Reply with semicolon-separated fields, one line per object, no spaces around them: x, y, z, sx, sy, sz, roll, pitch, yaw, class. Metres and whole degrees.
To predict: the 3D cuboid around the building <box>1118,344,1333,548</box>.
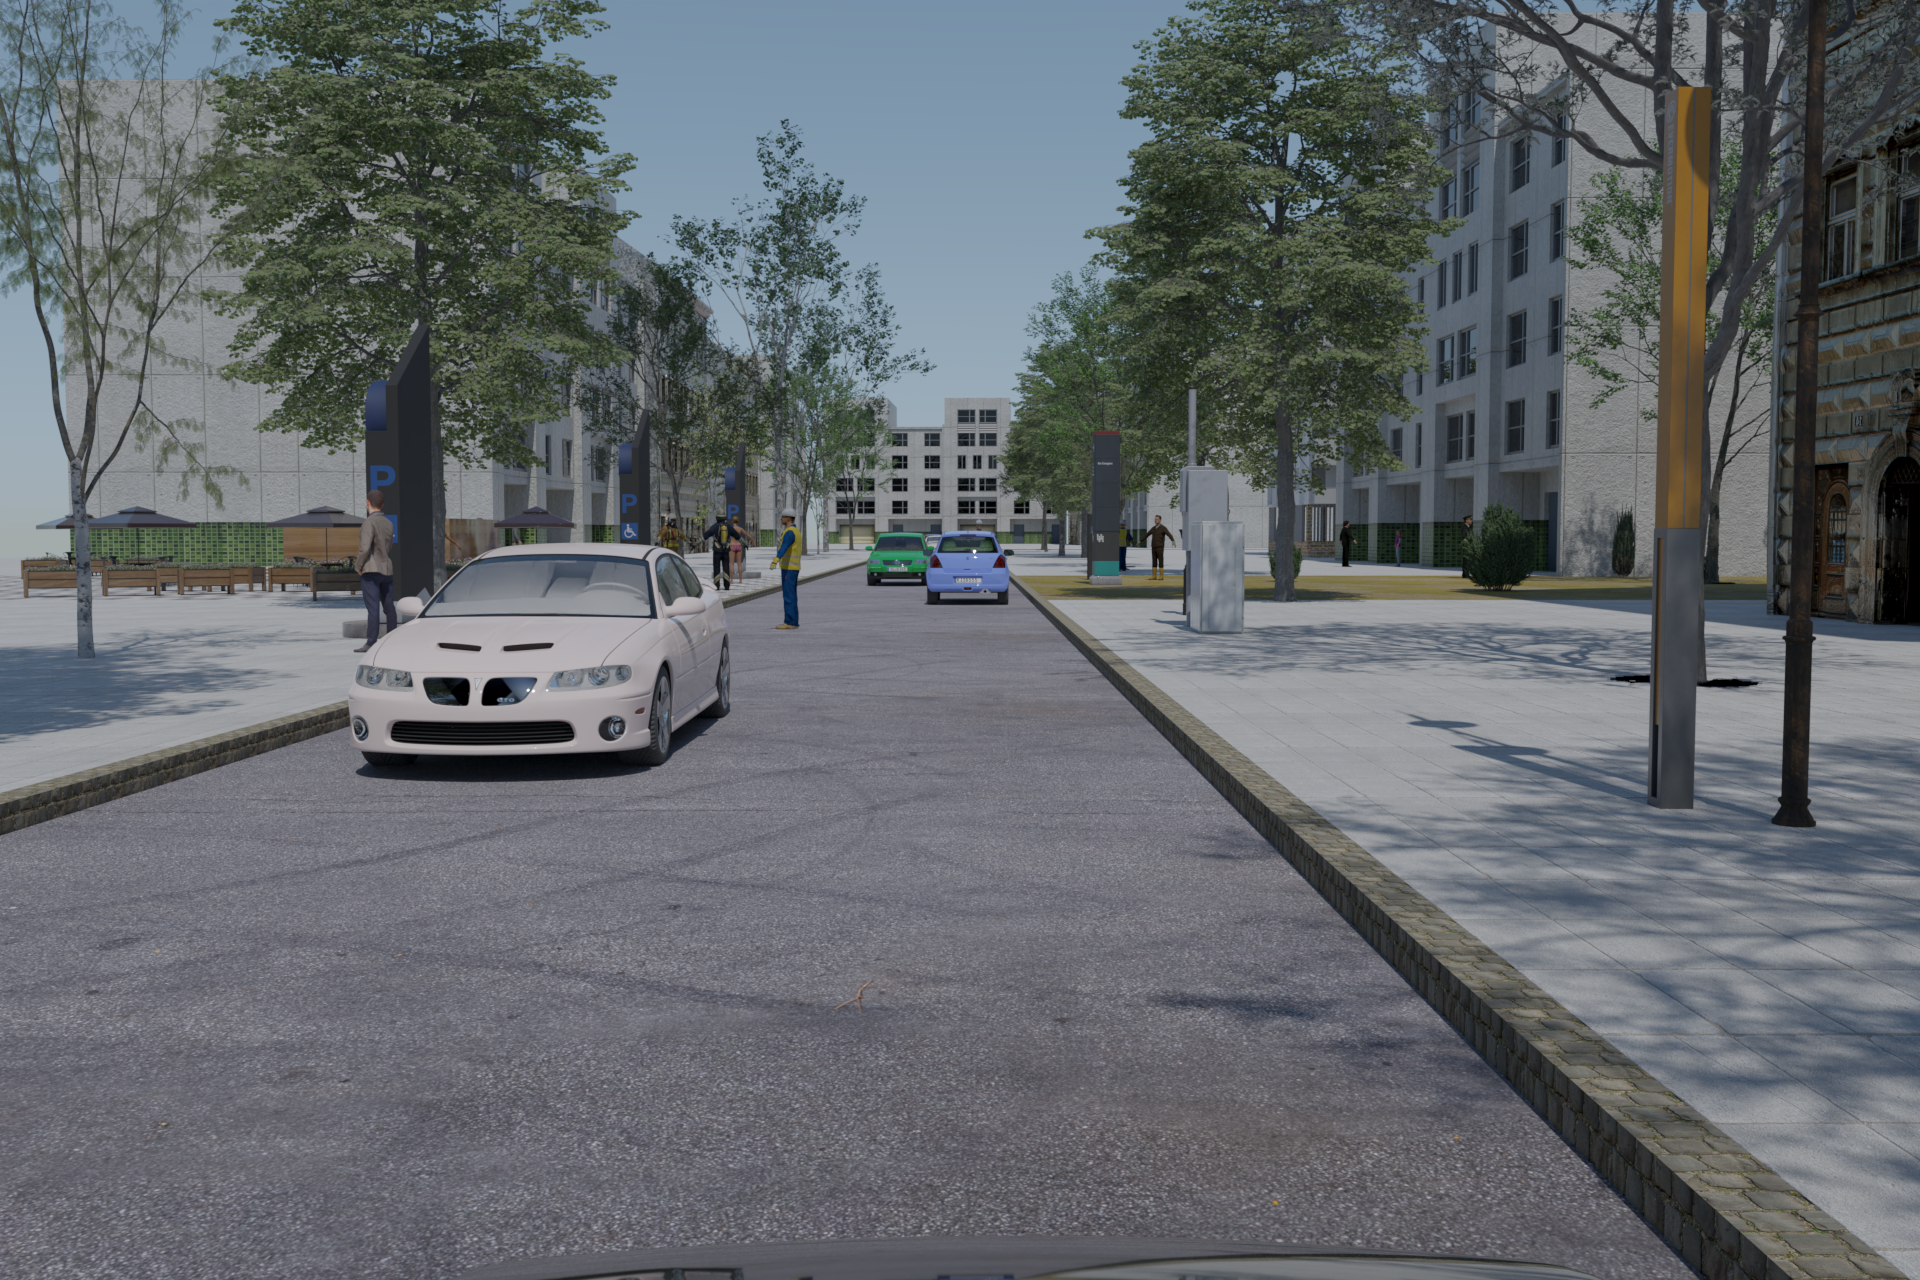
25.205;-18.570;170.069;16.747;18.905;31.486;0;4;0;building

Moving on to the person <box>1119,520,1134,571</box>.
5.516;-3.256;59.694;1.216;1.772;0.721;-2;4;-32;person

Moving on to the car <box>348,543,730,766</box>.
-2.754;0.008;12.229;2.083;1.381;4.827;0;3;0;car

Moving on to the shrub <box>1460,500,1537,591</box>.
12.120;-2.140;39.027;1.661;2.075;1.752;0;3;0;shrub

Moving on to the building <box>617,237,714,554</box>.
-26.520;-16.985;108.626;19.493;23.208;18.063;0;4;1;building

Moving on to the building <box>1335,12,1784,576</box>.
26.520;-12.298;67.536;16.747;18.905;31.486;0;3;0;building

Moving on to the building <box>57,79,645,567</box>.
-26.558;-13.271;83.432;16.747;18.905;31.486;0;4;1;building

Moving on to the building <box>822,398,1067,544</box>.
-1.704;-22.172;231.418;31.486;18.905;16.747;0;4;2;building

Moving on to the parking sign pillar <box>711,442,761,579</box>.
-6.483;-3.769;50.101;1.447;3.967;1.447;0;4;0;parking sign pillar

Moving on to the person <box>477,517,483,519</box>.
-15.351;-3.019;55.487;0.705;1.813;1.348;-1;4;-16;person

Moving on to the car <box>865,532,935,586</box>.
-1.684;-2.482;49.384;1.959;1.807;4.718;0;4;1;car

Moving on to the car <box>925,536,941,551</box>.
-0.753;-3.655;72.128;2.083;1.381;4.827;0;4;-1;car

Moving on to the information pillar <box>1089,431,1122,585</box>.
3.686;-3.326;43.762;0.750;3.857;0.750;0;4;-1;information pillar

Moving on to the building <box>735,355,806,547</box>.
-26.575;-19.578;186.561;16.747;18.905;31.486;0;4;1;building

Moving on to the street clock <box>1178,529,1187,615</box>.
3.622;-1.391;27.318;0.358;2.002;0.471;0;4;1;street clock

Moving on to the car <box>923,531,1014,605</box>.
0.176;-1.638;36.372;1.945;1.707;3.694;0;4;1;car

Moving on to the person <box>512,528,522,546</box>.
-14.921;-3.186;58.368;0.705;1.796;1.348;-1;4;-18;person

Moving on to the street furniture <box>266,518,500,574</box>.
-15.628;-2.622;49.728;11.010;1.723;9.812;0;4;1;street furniture

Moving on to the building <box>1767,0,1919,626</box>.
22.137;-11.436;17.911;19.493;23.208;18.063;0;3;0;building

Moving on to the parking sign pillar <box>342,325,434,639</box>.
-7.038;-2.036;21.758;1.447;3.967;1.447;0;4;0;parking sign pillar

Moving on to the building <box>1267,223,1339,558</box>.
24.223;-15.292;106.446;16.016;20.090;11.380;0;4;0;building

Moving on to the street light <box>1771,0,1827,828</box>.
3.686;-2.122;7.478;0.468;5.910;1.993;0;3;0;street light

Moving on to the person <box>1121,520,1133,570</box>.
5.895;-3.429;62.287;0.704;1.802;1.346;-1;4;-16;person

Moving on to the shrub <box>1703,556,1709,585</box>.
16.198;-1.683;38.633;1.383;1.207;1.383;0;3;0;shrub

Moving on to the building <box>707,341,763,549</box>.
-28.817;-20.008;158.052;19.493;23.208;18.063;0;4;1;building

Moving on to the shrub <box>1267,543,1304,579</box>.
8.758;-2.167;46.555;1.383;1.207;1.383;0;3;0;shrub

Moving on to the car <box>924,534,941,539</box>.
-1.993;-7.240;130.370;2.014;1.417;4.499;0;3;0;car

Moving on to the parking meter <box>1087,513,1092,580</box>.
3.768;-2.620;48.543;0.399;1.863;0.255;0;4;0;parking meter

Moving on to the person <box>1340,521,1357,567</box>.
15.053;-3.745;67.424;0.705;1.806;1.347;-1;4;-13;person

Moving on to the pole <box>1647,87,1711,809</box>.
3.344;-0.869;8.055;0.158;3.312;0.155;0;3;0;pole

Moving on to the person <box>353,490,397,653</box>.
-6.489;-0.756;18.940;0.750;1.759;0.617;2;4;33;person

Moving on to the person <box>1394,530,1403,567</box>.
17.096;-3.579;67.779;0.599;1.433;0.991;1;4;9;person

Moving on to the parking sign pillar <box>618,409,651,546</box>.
-6.918;-2.961;36.891;1.447;3.967;1.447;0;4;0;parking sign pillar

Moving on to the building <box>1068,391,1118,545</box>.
22.695;-22.850;204.521;19.493;23.208;18.063;0;3;0;building

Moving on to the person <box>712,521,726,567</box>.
-9.196;-3.761;67.624;1.347;1.817;0.704;3;5;44;person
